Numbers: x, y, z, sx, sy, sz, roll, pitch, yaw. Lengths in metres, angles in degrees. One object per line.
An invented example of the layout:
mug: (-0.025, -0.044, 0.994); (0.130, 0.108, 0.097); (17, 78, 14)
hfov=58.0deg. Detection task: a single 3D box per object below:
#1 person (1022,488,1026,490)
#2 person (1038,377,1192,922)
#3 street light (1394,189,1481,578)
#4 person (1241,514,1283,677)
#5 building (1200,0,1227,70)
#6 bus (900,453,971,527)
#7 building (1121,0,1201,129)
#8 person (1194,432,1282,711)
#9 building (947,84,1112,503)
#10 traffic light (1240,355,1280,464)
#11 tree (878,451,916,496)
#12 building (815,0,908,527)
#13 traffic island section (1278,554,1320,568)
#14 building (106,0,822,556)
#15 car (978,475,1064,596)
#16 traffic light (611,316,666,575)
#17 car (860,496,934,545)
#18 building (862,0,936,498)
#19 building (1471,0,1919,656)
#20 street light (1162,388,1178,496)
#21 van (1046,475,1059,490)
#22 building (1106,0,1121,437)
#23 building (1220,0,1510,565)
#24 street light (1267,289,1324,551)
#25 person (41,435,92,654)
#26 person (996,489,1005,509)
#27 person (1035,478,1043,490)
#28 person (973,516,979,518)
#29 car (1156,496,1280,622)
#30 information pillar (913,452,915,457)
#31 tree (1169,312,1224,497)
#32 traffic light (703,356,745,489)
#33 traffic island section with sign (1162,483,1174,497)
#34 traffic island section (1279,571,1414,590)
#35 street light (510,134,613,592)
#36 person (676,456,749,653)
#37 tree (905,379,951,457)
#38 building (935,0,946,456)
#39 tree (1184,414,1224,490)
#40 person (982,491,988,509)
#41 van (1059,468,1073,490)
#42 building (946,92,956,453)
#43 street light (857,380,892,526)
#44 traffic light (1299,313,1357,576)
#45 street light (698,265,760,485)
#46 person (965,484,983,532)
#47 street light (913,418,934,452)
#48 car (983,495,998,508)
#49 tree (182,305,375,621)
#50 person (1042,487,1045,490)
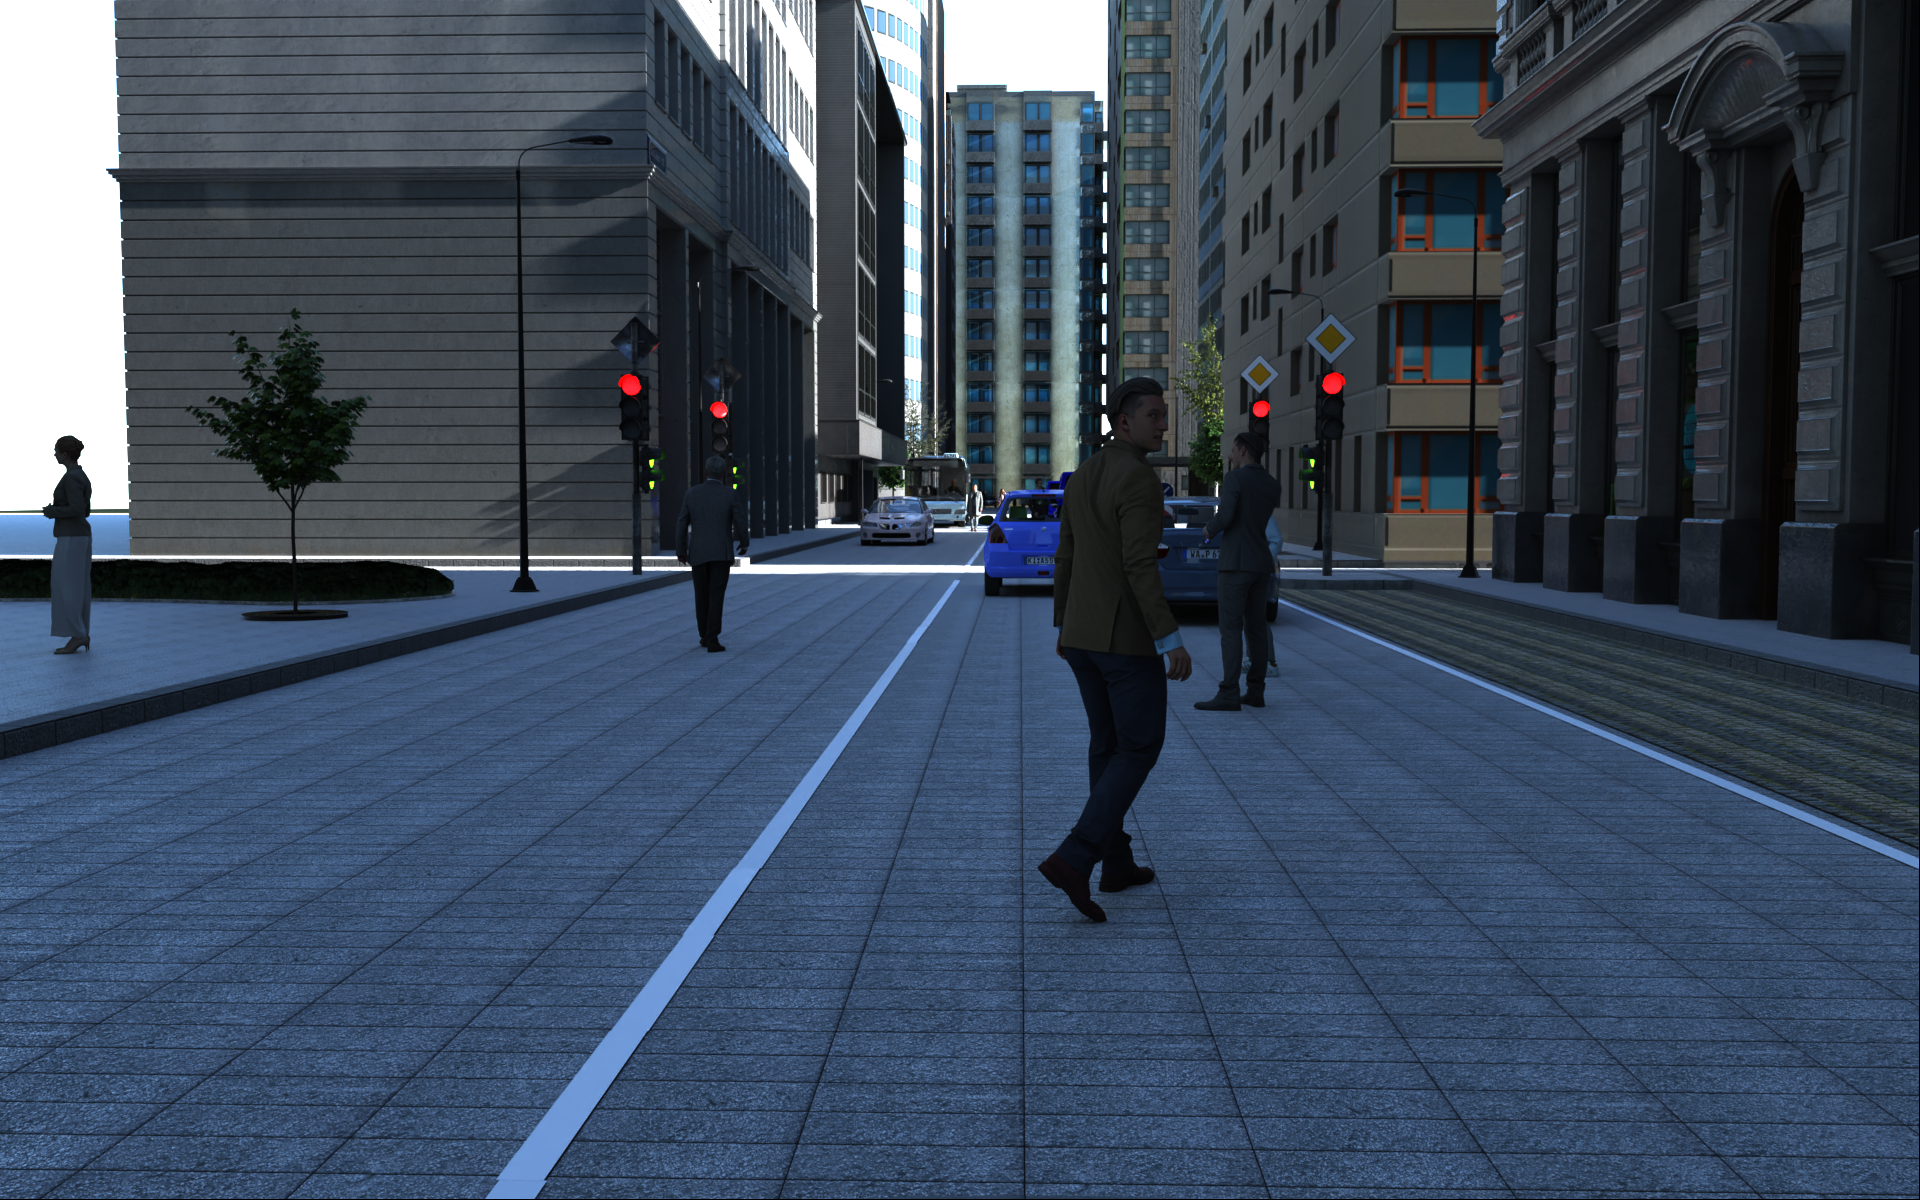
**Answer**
person: (3.527, -5.471, 98.130); (0.526, 1.800, 0.537); (2, 4, 28)
person: (0.550, 0.146, 6.025); (0.656, 1.842, 0.836); (2, 4, 33)
street light: (7.299, -3.300, 26.489); (1.470, 5.913, 1.316); (0, 4, 2)
person: (2.328, -0.212, 13.773); (0.330, 1.601, 0.589); (-1, 4, -11)
building: (24.579, -23.981, 83.964); (32.217, 40.220, 23.993); (0, 4, 2)
bus: (-0.922, -5.088, 78.054); (2.948, 3.499, 13.247); (0, 4, 1)
building: (18.608, -27.072, 126.219); (14.154, 41.232, 14.086); (0, 4, 2)
person: (1.839, -0.204, 11.647); (0.655, 1.846, 0.447); (-3, 5, -44)
building: (2.557, -35.832, 205.456); (30.456, 49.044, 23.786); (0, 4, 2)
traffic light: (6.019, -2.820, 35.036); (0.839, 4.253, 0.868); (0, 4, 2)
tree: (-3.998, -7.287, 102.857); (4.285, 4.588, 4.351); (0, 3, 0)
building: (-10.470, -15.937, 79.644); (14.314, 24.678, 30.058); (0, 4, 2)
traffic island section: (6.059, -0.787, 35.148); (2.009, 0.180, 2.903); (0, 4, 2)
building: (-11.220, -16.644, 49.622); (11.434, 29.767, 29.804); (0, 4, 2)
car: (1.228, -0.982, 25.648); (1.945, 1.707, 3.694); (0, 4, 2)
traffic light: (-5.115, -2.355, 27.417); (0.839, 4.253, 0.868); (0, 4, 2)
car: (-1.764, -2.291, 49.823); (2.083, 1.381, 4.827); (0, 4, 3)
building: (-12.912, -35.603, 124.102); (21.231, 58.520, 28.212); (0, 4, 2)
building: (12.518, -11.454, 16.148); (11.050, 23.489, 19.941); (0, 4, 2)
street light: (8.839, -6.267, 75.010); (1.470, 5.913, 1.316); (0, 4, 2)
van: (4.914, -4.736, 81.814); (2.240, 2.365, 5.245); (0, 4, 2)
building: (26.537, -34.127, 147.215); (28.713, 52.752, 27.495); (0, 4, 2)
building: (23.100, -12.293, 46.026); (28.899, 21.520, 27.650); (0, 4, 2)
street light: (7.657, -4.086, 39.342); (1.470, 5.913, 1.316); (0, 4, 2)
person: (-7.250, -0.457, 14.068); (0.362, 1.759, 0.519); (-1, 4, -16)
person: (2.442, -5.789, 103.746); (0.593, 1.750, 0.643); (-1, 4, -18)
person: (2.115, -2.264, 45.295); (0.659, 1.850, 0.755); (-1, 4, -19)
person: (0.928, -5.710, 102.110); (0.529, 1.795, 0.600); (-2, 4, -27)
car: (2.760, -0.536, 20.770); (2.014, 1.417, 4.499); (0, 4, 3)
information pillar: (-2.597, -6.489, 97.455); (0.183, 3.616, 0.504); (0, 4, 3)
tree: (10.779, -7.384, 71.087); (4.737, 8.622, 4.395); (0, 3, 0)
traffic light: (-4.836, -2.843, 35.397); (0.839, 4.253, 0.868); (0, 4, 2)
traffic island section with sign: (6.947, -3.168, 60.420); (1.989, 1.847, 2.006); (0, 4, 2)
traffic island section: (5.780, -0.299, 27.168); (2.009, 0.180, 2.903); (0, 4, 2)
street light: (-5.181, -3.059, 22.554); (1.470, 5.913, 1.316); (0, 4, 2)
person: (-2.278, -0.435, 16.014); (0.661, 1.777, 0.834); (0, 4, -2)
tree: (-2.766, -9.689, 108.778); (4.360, 8.622, 3.978); (0, 3, 0)
building: (-8.522, -31.233, 160.768); (14.600, 45.320, 14.200); (0, 4, 2)
tree: (10.337, -5.078, 66.739); (4.285, 4.588, 4.351); (0, 3, 0)
person: (2.421, -9.921, 171.421); (1.217, 1.735, 0.721); (3, 5, 39)
van: (3.663, -2.733, 49.064); (2.240, 2.365, 5.245); (0, 4, 3)
building: (-7.463, -30.282, 178.712); (14.086, 41.232, 14.154); (0, 4, 2)
street light: (-3.451, -5.983, 70.360); (1.470, 5.913, 1.316); (0, 4, 2)
traffic light: (5.741, -2.332, 27.056); (0.839, 4.253, 0.868); (0, 4, 2)
street light: (-4.758, -3.838, 35.285); (1.470, 5.913, 1.316); (0, 4, 2)
person: (0.523, -3.523, 66.210); (0.694, 1.812, 0.767); (1, 4, 11)
street light: (-2.285, -8.128, 105.439); (1.470, 5.913, 1.316); (0, 4, 2)
car: (3.065, -10.476, 183.868); (1.945, 1.354, 3.894); (0, 4, 1)
tree: (-6.777, -1.420, 17.820); (1.663, 3.219, 1.824); (0, 3, 0)
person: (3.964, -4.667, 85.070); (0.793, 1.790, 0.793); (1, 4, 8)
